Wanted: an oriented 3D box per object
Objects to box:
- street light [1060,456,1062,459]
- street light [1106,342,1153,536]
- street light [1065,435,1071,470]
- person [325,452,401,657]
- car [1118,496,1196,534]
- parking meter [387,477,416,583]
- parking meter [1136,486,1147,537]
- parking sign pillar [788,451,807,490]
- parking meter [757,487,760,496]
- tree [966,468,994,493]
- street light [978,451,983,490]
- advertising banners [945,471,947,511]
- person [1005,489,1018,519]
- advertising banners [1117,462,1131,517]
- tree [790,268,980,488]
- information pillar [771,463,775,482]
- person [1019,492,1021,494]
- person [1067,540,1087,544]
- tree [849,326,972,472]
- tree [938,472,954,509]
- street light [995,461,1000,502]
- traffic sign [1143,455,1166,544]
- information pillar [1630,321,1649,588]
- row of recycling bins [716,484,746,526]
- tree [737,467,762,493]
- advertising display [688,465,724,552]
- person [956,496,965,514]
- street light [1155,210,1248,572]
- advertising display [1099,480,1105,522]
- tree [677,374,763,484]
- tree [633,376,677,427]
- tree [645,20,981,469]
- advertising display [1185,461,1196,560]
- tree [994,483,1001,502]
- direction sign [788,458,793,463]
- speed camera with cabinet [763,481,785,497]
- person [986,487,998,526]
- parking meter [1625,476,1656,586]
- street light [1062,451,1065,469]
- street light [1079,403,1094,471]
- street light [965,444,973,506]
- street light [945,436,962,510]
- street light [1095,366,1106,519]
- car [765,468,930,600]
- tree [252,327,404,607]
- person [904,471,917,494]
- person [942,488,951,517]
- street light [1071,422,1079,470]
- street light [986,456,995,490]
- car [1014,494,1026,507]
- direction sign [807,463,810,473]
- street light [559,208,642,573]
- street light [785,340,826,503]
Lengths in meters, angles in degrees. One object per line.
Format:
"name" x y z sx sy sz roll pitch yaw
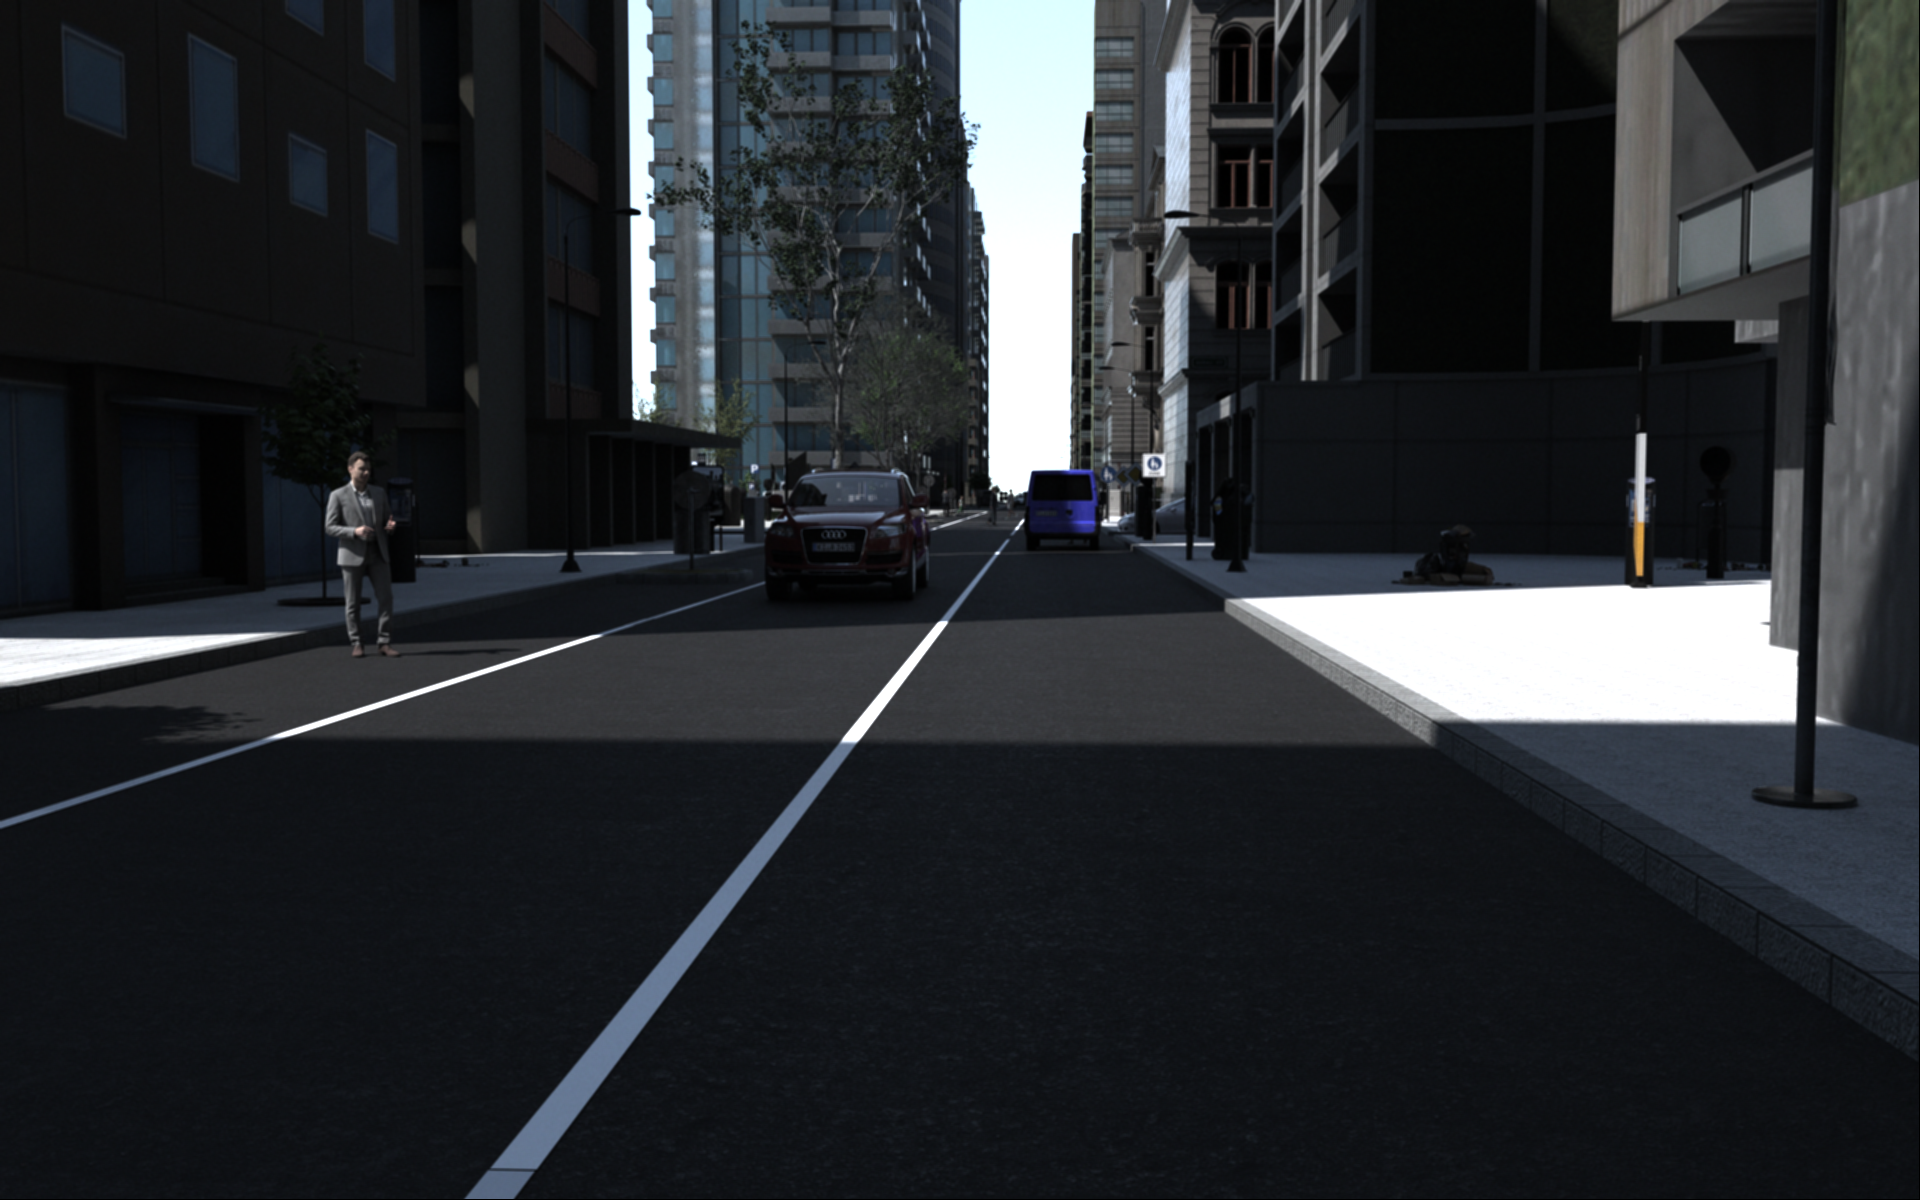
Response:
"street light" 11.785 -13.156 187.638 1.470 5.913 1.316 0 4 3
"street light" 5.315 -4.924 53.041 1.470 5.913 1.316 0 4 3
"street light" 9.455 -10.215 139.559 1.470 5.913 1.316 0 4 3
"person" -5.201 -0.397 15.190 0.583 1.804 0.606 3 5 44
"car" 7.675 -2.772 57.684 4.827 1.381 2.083 0 4 3
"parking meter" -8.102 -1.022 25.121 0.372 1.533 0.369 0 3 0
"parking meter" 5.465 -2.663 51.947 0.372 1.533 0.369 0 3 0
"parking sign pillar" -10.207 -7.287 107.620 1.447 3.967 1.447 -1 4 -21
"parking meter" -16.003 -8.027 136.950 0.399 1.863 0.255 0 4 -4
"tree" 2.449 -14.082 213.946 4.285 4.588 4.351 0 3 0
"street light" 1.746 -13.099 186.712 1.470 5.913 1.316 0 4 3
"advertising banners" -1.011 -8.169 129.748 0.090 3.025 2.074 0 4 7
"person" 2.955 -5.497 99.121 0.760 1.731 0.466 1 4 18
"advertising banners" 9.055 -6.098 95.891 0.090 3.025 2.074 2 4 25
"tree" -4.099 -11.299 95.100 12.009 13.543 11.850 0 3 0
"information pillar" -14.058 -8.487 130.116 0.183 3.616 0.504 2 4 24
"person" 8.601 -14.598 247.625 0.683 1.767 0.568 2 4 28
"person" 3.306 -2.515 49.712 0.616 1.811 0.778 3 5 43
"tree" -3.081 -11.006 105.701 9.928 11.665 9.643 0 3 0
"tree" -0.944 -9.571 151.082 1.663 3.219 1.824 0 3 0
"street light" 4.569 -16.684 245.328 1.470 5.913 1.316 0 4 3
"traffic sign" 4.959 -2.572 44.175 0.606 2.300 0.079 1 4 9
"information pillar" 9.340 -1.982 23.757 0.183 3.616 0.504 1 4 15
"row of recycling bins" -10.425 -3.762 68.619 3.534 1.692 1.069 -1 4 -23
"tree" -15.135 -7.894 123.664 1.663 3.219 1.824 0 3 0
"advertising display" -5.633 -2.035 38.488 0.123 1.923 0.974 3 4 39
"person" 0.043 -6.229 114.586 0.590 1.304 0.306 1 4 19
"street light" 4.039 -3.423 28.513 1.470 5.913 1.316 0 4 3
"advertising display" 6.655 -4.656 81.340 0.123 1.923 0.974 0 4 -4
"tree" -14.207 -9.495 105.599 4.737 8.622 4.395 0 3 0
"tree" -19.223 -9.602 107.361 4.737 8.622 4.395 0 3 0
"tree" -6.393 -13.175 71.302 12.611 20.169 13.585 0 3 0
"advertising display" 4.498 -1.752 33.854 0.123 1.923 0.974 1 4 12
"tree" 6.182 -18.481 296.769 1.663 3.219 1.824 0 3 0
"direction sign" -10.461 -7.167 109.182 0.876 3.537 0.379 -3 5 -42
"speed camera with cabinet" -12.796 -7.787 121.653 2.038 3.252 0.660 1 4 19
"person" 1.476 -4.270 78.738 0.534 1.772 0.576 -1 4 -15
"parking meter" 9.563 -0.975 24.353 0.372 1.533 0.369 0 3 0
"street light" 10.615 -11.686 163.598 1.470 5.913 1.316 0 4 3
"street light" 6.915 -7.063 88.014 1.470 5.913 1.316 0 4 3
"street light" 0.560 -11.592 162.063 1.470 5.913 1.316 0 4 3
"street light" -0.560 -10.121 138.021 1.470 5.913 1.316 0 4 3
"street light" 5.743 -5.538 63.090 1.470 5.913 1.316 0 4 3
"car" -1.550 -1.010 25.190 2.281 1.827 5.304 0 4 2
"tree" -7.324 -1.568 20.233 1.663 3.219 1.824 0 3 0
"person" -0.912 -1.276 29.463 0.850 1.850 0.679 -2 4 -30
"person" -0.856 -6.172 109.600 0.592 1.802 0.473 -3 4 -38
"street light" 8.095 -8.533 112.053 1.470 5.913 1.316 0 4 3
"street light" 3.415 -15.201 221.078 1.470 5.913 1.316 0 4 3
"car" 6.696 -10.762 187.751 2.131 1.459 4.920 0 4 4
"direction sign" -11.223 -8.339 128.335 0.379 3.537 0.876 1 4 10
"street light" -5.864 -3.409 28.273 1.470 5.913 1.316 0 4 3
"street light" -4.732 -4.891 52.504 1.470 5.913 1.316 0 4 3
